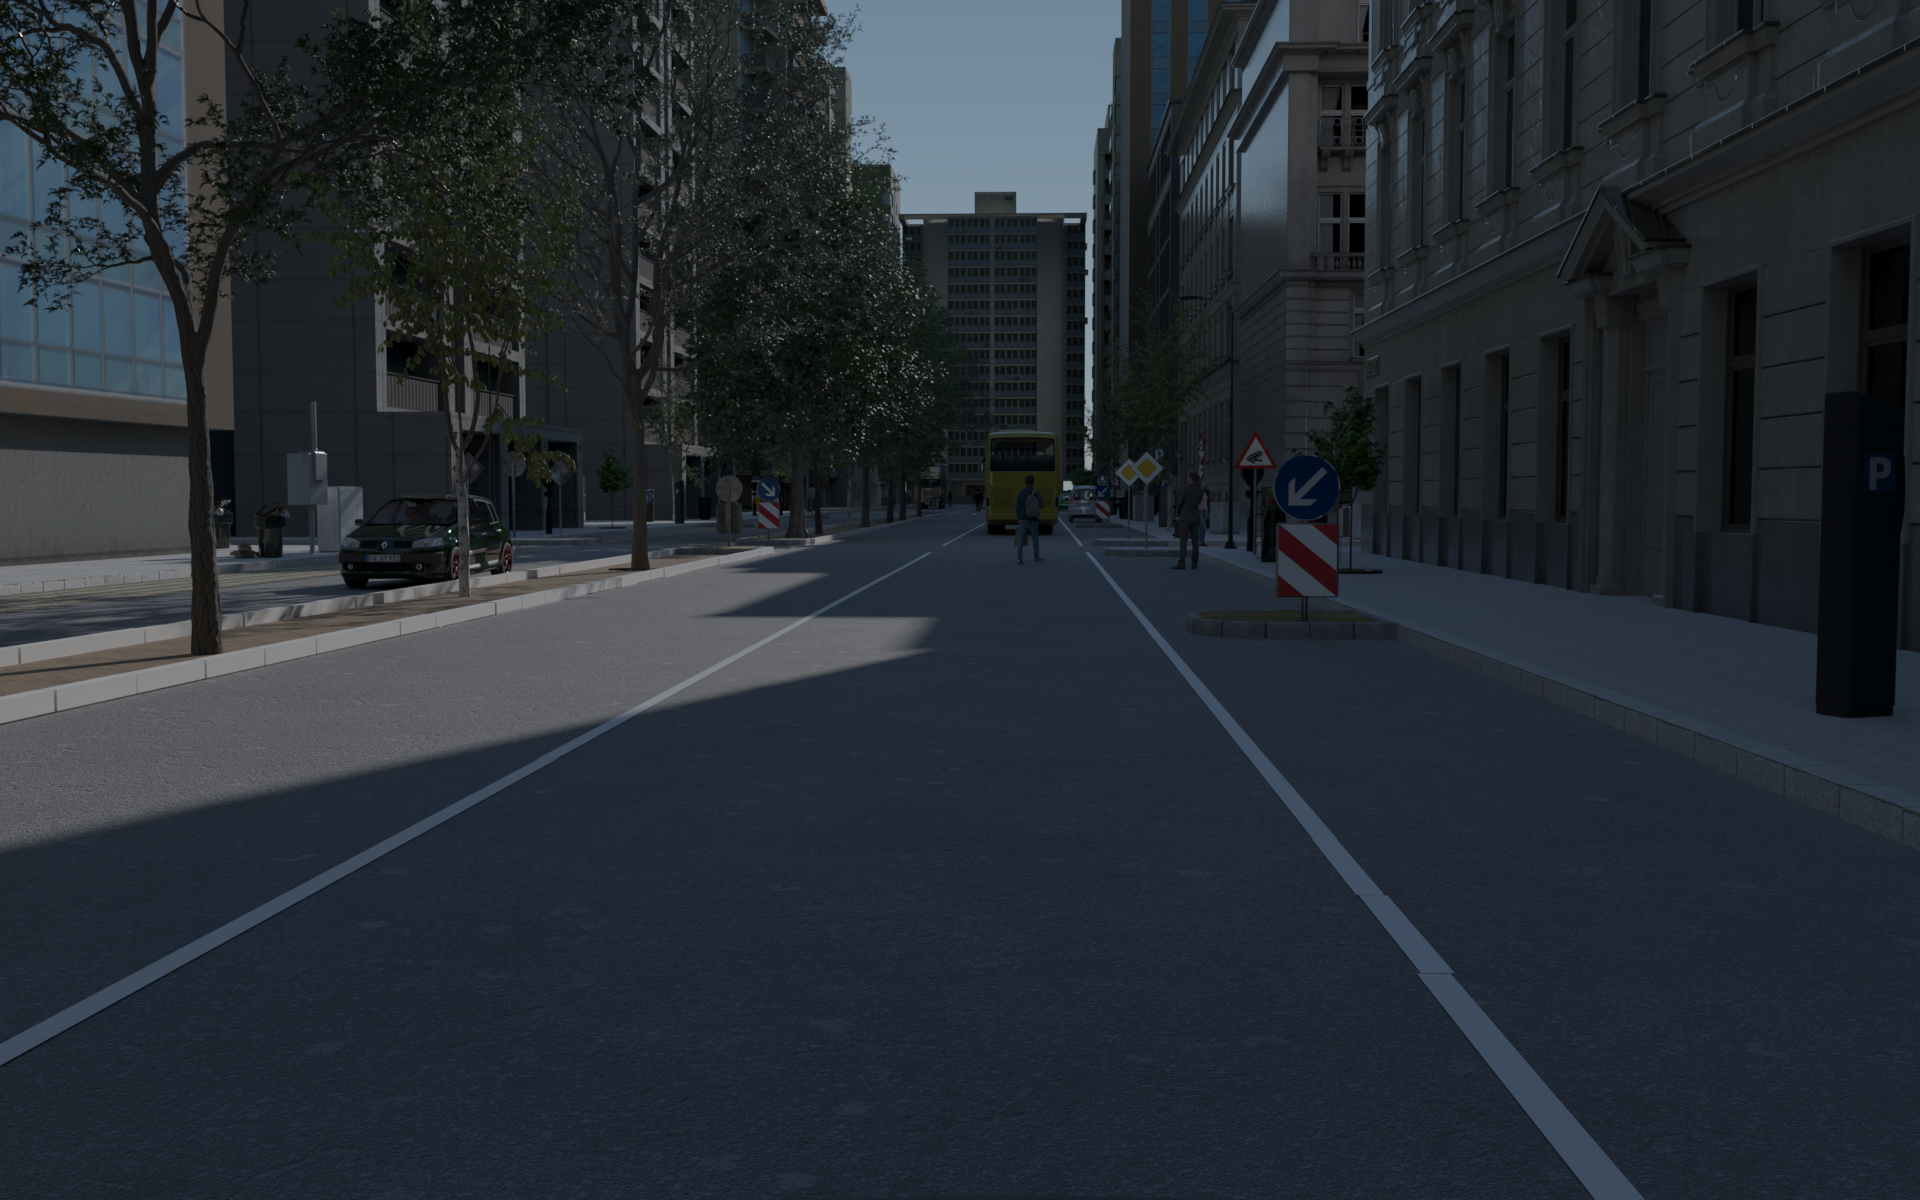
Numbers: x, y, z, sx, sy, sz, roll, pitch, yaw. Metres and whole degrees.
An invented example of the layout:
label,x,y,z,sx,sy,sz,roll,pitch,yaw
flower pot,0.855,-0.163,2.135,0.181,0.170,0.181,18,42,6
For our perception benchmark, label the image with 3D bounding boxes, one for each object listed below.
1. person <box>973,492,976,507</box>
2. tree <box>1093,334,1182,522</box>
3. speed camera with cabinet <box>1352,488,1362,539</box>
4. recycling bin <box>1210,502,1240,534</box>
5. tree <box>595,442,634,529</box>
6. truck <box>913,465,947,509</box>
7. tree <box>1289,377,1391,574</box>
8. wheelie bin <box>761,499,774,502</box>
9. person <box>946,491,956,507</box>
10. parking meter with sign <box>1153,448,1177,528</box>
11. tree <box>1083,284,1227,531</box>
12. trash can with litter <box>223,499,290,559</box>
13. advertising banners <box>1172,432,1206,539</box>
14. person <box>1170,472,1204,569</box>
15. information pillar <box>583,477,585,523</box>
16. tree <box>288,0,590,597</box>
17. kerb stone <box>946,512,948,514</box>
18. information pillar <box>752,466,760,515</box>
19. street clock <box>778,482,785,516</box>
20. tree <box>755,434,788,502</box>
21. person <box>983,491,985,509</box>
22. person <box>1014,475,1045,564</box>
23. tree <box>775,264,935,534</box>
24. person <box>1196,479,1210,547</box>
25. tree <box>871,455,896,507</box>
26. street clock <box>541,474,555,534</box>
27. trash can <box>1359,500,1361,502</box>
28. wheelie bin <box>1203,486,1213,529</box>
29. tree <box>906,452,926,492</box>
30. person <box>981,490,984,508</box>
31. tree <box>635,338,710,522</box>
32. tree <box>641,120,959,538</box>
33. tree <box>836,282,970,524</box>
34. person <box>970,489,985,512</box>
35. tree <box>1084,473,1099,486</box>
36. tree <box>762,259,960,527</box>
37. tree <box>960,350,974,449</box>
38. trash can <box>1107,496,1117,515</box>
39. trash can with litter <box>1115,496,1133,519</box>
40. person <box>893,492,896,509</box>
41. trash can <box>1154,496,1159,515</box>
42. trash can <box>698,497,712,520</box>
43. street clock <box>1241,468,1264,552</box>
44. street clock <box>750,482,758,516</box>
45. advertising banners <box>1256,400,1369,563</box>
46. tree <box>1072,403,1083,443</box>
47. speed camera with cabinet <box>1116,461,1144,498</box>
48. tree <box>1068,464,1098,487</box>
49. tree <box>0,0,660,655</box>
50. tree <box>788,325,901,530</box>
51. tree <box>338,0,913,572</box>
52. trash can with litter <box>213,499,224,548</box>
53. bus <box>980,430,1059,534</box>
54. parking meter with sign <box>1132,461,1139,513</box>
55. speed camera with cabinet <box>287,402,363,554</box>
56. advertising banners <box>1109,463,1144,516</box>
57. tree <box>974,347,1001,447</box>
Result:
label,x,y,z,sx,sy,sz,roll,pitch,yaw
person,1.726,-11.191,192.938,0.593,1.643,0.415,-1,4,-9
tree,8.193,-7.844,78.610,4.360,8.622,3.978,0,3,0
speed camera with cabinet,11.350,-3.331,48.792,0.660,3.252,2.038,1,4,17
recycling bin,8.551,-2.652,55.922,0.722,1.027,0.722,-2,4,-24
tree,-12.949,-4.262,64.279,1.663,3.219,1.824,0,3,0
truck,-2.778,-10.922,167.494,2.839,4.237,11.283,0,4,2
tree,6.468,-2.058,28.250,1.663,3.219,1.824,0,3,0
wheelie bin,-11.828,-6.008,106.135,0.980,1.594,0.693,2,4,24
person,-1.036,-10.890,186.557,1.348,1.822,0.705,2,4,25
parking meter with sign,8.094,-4.328,67.029,0.543,3.016,1.738,2,4,32
tree,7.067,-6.721,60.249,4.737,8.622,4.395,0,3,0
trash can with litter,-14.006,-1.422,34.643,0.624,1.170,1.055,3,5,42
advertising banners,6.586,-3.274,49.711,0.090,3.025,2.074,-1,4,-18
person,4.326,-1.515,33.077,0.655,1.846,0.447,-2,4,-28
information pillar,-16.748,-4.407,76.551,0.304,2.012,0.304,0,4,-2
tree,-6.835,-4.323,23.506,4.737,8.622,4.395,0,3,0
kerb stone,-1.088,-5.918,118.958,0.120,0.150,1.000,0,4,3
information pillar,-12.253,-6.878,103.806,0.504,3.616,0.183,-1,4,-14
street clock,-10.695,-6.038,103.287,0.471,2.002,0.358,-3,4,-38
tree,-11.805,-9.797,110.541,4.360,8.622,3.978,0,3,0
person,2.402,-9.632,166.653,0.621,1.740,0.551,-2,4,-25
person,1.364,-1.639,35.291,0.794,1.824,0.713,3,4,36
tree,-4.949,-7.606,61.225,8.767,10.594,7.601,0,4,3
person,6.331,-2.261,45.469,0.388,1.821,0.555,2,4,33
tree,-7.567,-13.646,173.472,4.737,8.622,4.395,0,3,0
street clock,-13.128,-3.102,55.284,0.471,2.002,0.358,-1,4,-19
trash can,9.826,-1.796,41.026,0.748,1.137,0.748,0,3,0
wheelie bin,8.922,-3.435,64.063,0.693,1.594,0.980,-2,4,-29
tree,-3.274,-8.997,99.923,4.360,8.622,3.978,0,3,0
person,2.234,-10.060,172.995,0.705,1.821,1.348,0,4,6
tree,-13.072,-7.875,79.117,4.360,8.622,3.978,0,3,0
tree,-4.949,-8.134,52.461,9.611,12.733,9.660,0,3,0
tree,-3.307,-9.514,83.768,9.928,11.665,9.643,0,3,0
person,1.434,-7.972,138.476,1.348,1.869,0.705,-2,4,-27
tree,11.561,-9.387,148.079,1.663,3.219,1.824,0,3,0
tree,-4.160,-9.410,74.439,7.486,12.596,7.792,0,3,0
tree,-3.145,-10.517,92.531,7.486,12.596,7.792,0,3,0
trash can,9.352,-5.794,106.384,0.748,1.137,0.748,0,3,0
trash can with litter,8.508,-4.736,88.826,1.055,1.170,0.624,-3,5,-44
person,-5.881,-8.898,155.456,0.593,1.643,0.415,3,4,36
trash can,11.627,-5.677,104.465,0.748,1.137,0.748,0,3,0
trash can,-12.657,-4.546,85.984,0.748,1.137,0.748,0,3,0
street clock,6.509,-2.082,38.609,0.471,2.002,0.358,-1,4,-8
street clock,-12.082,-5.952,101.891,0.358,2.002,0.471,3,5,41
advertising banners,6.600,-2.211,32.341,2.074,3.025,0.090,1,4,10
tree,9.343,-9.678,108.598,4.737,8.622,4.395,0,3,0
speed camera with cabinet,10.214,-6.619,102.558,0.660,3.252,2.038,-3,5,-44
tree,14.270,-13.270,200.683,4.285,4.588,4.351,0,3,0
tree,-6.674,-4.807,15.470,8.767,10.594,7.601,0,4,3
tree,-4.403,-7.074,68.484,4.360,8.622,3.978,0,3,0
tree,-5.944,-7.276,31.783,12.009,13.543,11.850,0,3,0
trash can with litter,-17.661,-1.794,40.726,1.055,1.170,0.624,1,4,12
bus,2.212,-4.511,65.298,2.896,3.916,12.252,0,4,1
parking meter with sign,9.428,-5.939,93.370,0.543,3.016,1.738,1,4,8
speed camera with cabinet,-13.862,-2.661,37.837,0.660,3.252,2.038,1,4,12
advertising banners,9.585,-6.224,97.947,2.074,3.025,0.090,1,4,18
tree,-2.533,-11.938,108.018,12.009,13.543,11.850,0,3,0
